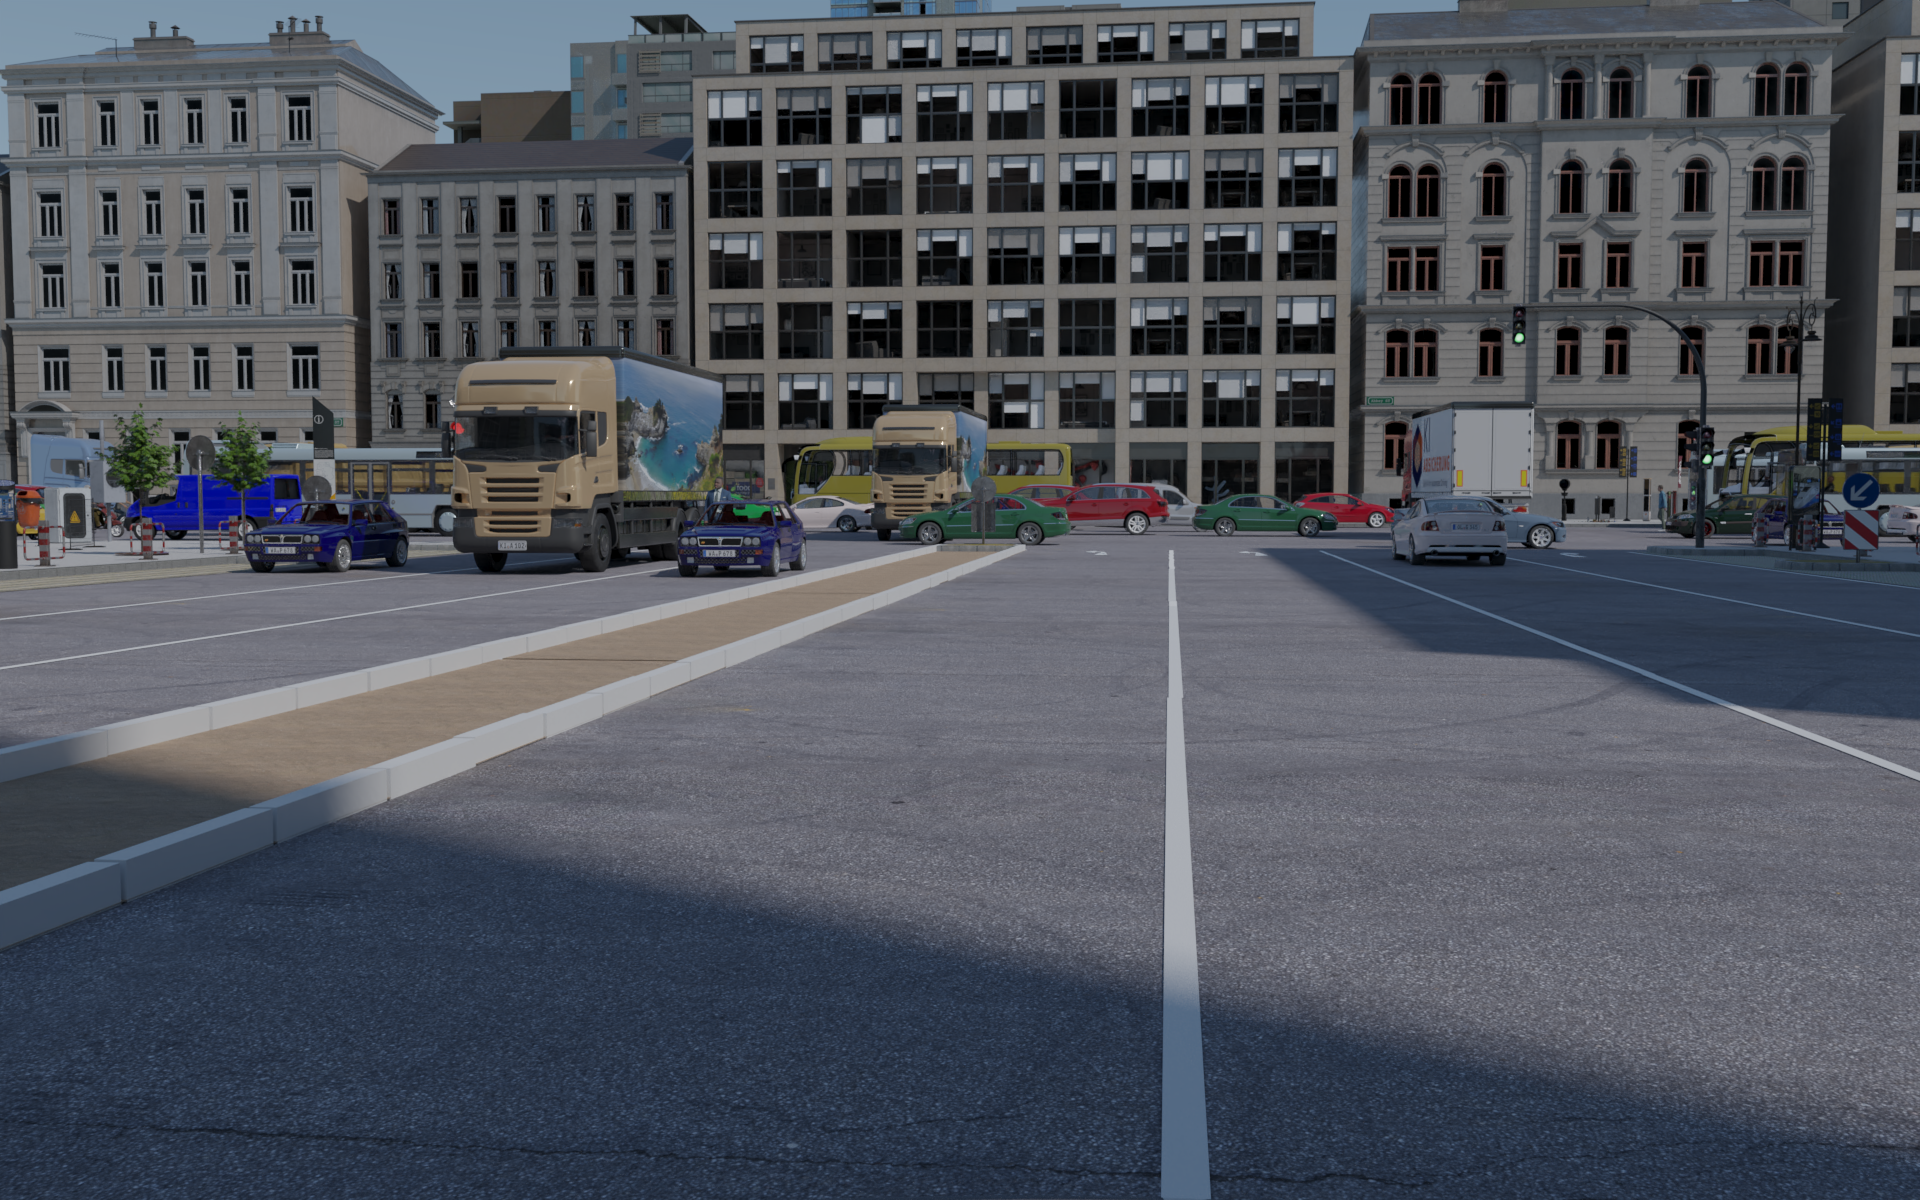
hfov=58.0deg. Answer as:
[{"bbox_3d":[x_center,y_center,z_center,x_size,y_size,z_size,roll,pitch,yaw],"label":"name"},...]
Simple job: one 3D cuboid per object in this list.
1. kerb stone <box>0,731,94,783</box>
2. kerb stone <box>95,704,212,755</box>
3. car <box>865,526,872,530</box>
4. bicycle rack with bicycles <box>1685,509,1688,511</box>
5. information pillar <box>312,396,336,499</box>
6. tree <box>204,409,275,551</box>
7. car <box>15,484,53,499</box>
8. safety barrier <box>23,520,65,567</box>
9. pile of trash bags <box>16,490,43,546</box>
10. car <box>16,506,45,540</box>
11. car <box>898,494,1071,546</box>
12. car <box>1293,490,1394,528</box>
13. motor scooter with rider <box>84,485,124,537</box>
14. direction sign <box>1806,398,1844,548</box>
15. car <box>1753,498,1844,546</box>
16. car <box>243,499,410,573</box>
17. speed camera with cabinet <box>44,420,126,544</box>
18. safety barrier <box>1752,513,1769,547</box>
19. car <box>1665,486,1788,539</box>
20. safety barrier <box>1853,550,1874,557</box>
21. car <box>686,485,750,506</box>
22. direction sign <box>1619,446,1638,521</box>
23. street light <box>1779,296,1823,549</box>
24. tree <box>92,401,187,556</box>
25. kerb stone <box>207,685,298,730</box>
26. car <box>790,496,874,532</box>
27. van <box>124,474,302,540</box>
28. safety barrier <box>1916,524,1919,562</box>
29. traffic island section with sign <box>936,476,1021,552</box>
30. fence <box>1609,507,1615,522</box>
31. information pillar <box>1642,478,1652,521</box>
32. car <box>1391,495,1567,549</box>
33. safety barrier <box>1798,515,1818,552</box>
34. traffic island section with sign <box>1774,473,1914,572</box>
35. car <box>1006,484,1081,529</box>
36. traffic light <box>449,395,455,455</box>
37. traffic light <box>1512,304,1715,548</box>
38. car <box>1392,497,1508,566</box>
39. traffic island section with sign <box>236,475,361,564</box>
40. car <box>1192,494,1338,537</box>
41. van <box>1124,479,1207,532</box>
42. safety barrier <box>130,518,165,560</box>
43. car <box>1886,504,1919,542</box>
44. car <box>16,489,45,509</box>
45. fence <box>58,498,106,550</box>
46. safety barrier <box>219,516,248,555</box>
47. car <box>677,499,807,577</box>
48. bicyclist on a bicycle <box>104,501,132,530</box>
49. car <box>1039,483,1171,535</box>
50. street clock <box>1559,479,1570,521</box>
[{"bbox_3d":[-4.746,0.813,8.905,0.120,0.150,1.000,0,4,7],"label":"kerb stone"},{"bbox_3d":[-4.639,0.750,9.937,0.120,0.150,1.000,0,4,7],"label":"kerb stone"},{"bbox_3d":[-2.716,-3.581,70.555,2.014,1.417,4.499,0,4,7],"label":"car"},{"bbox_3d":[36.073,-4.240,82.714,2.925,0.926,2.852,1,4,19],"label":"bicycle rack with bicycles"},{"bbox_3d":[-15.194,-3.059,41.361,0.504,3.616,0.183,-1,4,-17],"label":"information pillar"},{"bbox_3d":[-16.457,-2.742,39.426,1.663,3.219,1.824,0,3,0],"label":"tree"},{"bbox_3d":[-38.087,-3.669,68.660,5.304,1.827,2.281,0,4,7],"label":"car"},{"bbox_3d":[-16.186,-1.000,30.619,0.300,0.817,1.120,0,4,7],"label":"safety barrier"},{"bbox_3d":[-24.027,-2.020,42.784,3.447,1.369,1.912,1,4,21],"label":"pile of trash bags"},{"bbox_3d":[-29.405,-2.548,51.880,3.980,1.641,2.015,0,4,5],"label":"car"},{"bbox_3d":[0.693,-2.283,49.120,4.920,1.459,2.131,0,4,8],"label":"car"},{"bbox_3d":[16.383,-3.969,73.926,4.494,1.783,2.155,0,4,8],"label":"car"},{"bbox_3d":[-28.640,-2.955,57.286,1.986,1.779,0.876,0,4,5],"label":"motor scooter with rider"},{"bbox_3d":[20.413,-2.994,40.948,0.876,3.537,0.379,0,4,-6],"label":"direction sign"},{"bbox_3d":[23.364,-2.162,47.930,1.945,1.354,3.894,0,4,6],"label":"car"},{"bbox_3d":[-11.968,-1.243,32.902,1.945,1.354,3.894,0,4,6],"label":"car"},{"bbox_3d":[-23.098,-3.144,45.733,0.660,3.252,2.038,2,4,25],"label":"speed camera with cabinet"},{"bbox_3d":[19.255,-1.676,41.672,0.300,0.817,1.120,0,4,7],"label":"safety barrier"},{"bbox_3d":[25.048,-2.822,55.932,4.222,1.686,2.009,0,4,6],"label":"car"},{"bbox_3d":[18.509,-1.298,35.490,0.300,0.817,1.120,0,4,7],"label":"safety barrier"},{"bbox_3d":[-7.846,-2.733,53.489,4.718,1.807,1.959,0,4,5],"label":"car"},{"bbox_3d":[31.588,-5.501,81.942,0.876,3.537,0.379,0,4,-6],"label":"direction sign"},{"bbox_3d":[19.663,-4.150,40.638,0.468,5.910,1.993,0,4,7],"label":"street light"},{"bbox_3d":[-17.067,-2.539,36.119,1.663,3.219,1.824,0,3,0],"label":"tree"},{"bbox_3d":[-4.509,0.687,10.956,0.120,0.150,1.000,0,4,7],"label":"kerb stone"},{"bbox_3d":[-5.461,-3.255,65.589,4.827,1.381,2.083,0,4,6],"label":"car"},{"bbox_3d":[-23.220,-3.021,53.785,5.245,2.365,2.240,1,4,8],"label":"van"},{"bbox_3d":[18.137,-1.109,32.401,0.300,0.817,1.120,0,4,7],"label":"safety barrier"},{"bbox_3d":[0.522,-2.173,43.668,2.006,1.907,1.989,0,4,7],"label":"traffic island section with sign"},{"bbox_3d":[30.445,-4.003,80.827,0.278,0.683,2.069,2,4,27],"label":"fence"},{"bbox_3d":[32.256,-4.698,81.312,0.304,2.012,0.304,2,4,35],"label":"information pillar"},{"bbox_3d":[13.794,-2.088,46.142,4.499,1.417,2.014,1,4,9],"label":"car"},{"bbox_3d":[18.884,-1.487,38.582,0.300,0.817,1.120,0,4,7],"label":"safety barrier"},{"bbox_3d":[16.651,-1.480,32.823,1.989,1.847,2.006,0,4,7],"label":"traffic island section with sign"},{"bbox_3d":[2.777,-3.695,69.087,5.304,1.827,2.281,0,4,8],"label":"car"},{"bbox_3d":[-12.857,-3.425,44.912,0.839,4.253,0.868,0,4,7],"label":"traffic light"},{"bbox_3d":[15.547,-4.079,41.359,4.771,5.953,1.251,0,4,7],"label":"traffic light"},{"bbox_3d":[10.178,-1.456,36.174,2.083,1.381,4.827,0,4,7],"label":"car"},{"bbox_3d":[-13.650,-1.679,36.087,1.989,1.847,2.006,0,4,7],"label":"traffic island section with sign"},{"bbox_3d":[10.351,-2.877,58.839,4.920,1.459,2.131,0,4,6],"label":"car"},{"bbox_3d":[7.868,-3.599,65.850,4.112,2.044,2.013,0,4,5],"label":"van"},{"bbox_3d":[-15.811,-1.189,33.708,0.300,0.817,1.120,0,4,7],"label":"safety barrier"},{"bbox_3d":[29.820,-2.345,50.704,4.827,1.381,2.083,0,4,8],"label":"car"},{"bbox_3d":[-33.153,-3.109,59.632,4.718,1.807,1.959,1,4,8],"label":"car"},{"bbox_3d":[-20.582,-1.798,40.598,0.480,1.192,2.264,-1,4,-13],"label":"fence"},{"bbox_3d":[-15.435,-1.378,36.803,0.300,0.817,1.120,0,4,7],"label":"safety barrier"},{"bbox_3d":[-3.895,-1.142,31.246,1.945,1.354,3.894,0,4,6],"label":"car"},{"bbox_3d":[-32.341,-3.479,66.907,1.625,1.676,1.499,1,4,8],"label":"bicyclist on a bicycle"},{"bbox_3d":[4.771,-3.213,61.201,5.304,1.827,2.281,0,4,7],"label":"car"},{"bbox_3d":[28.806,-4.769,82.540,0.471,2.002,0.358,3,4,39],"label":"street clock"}]
